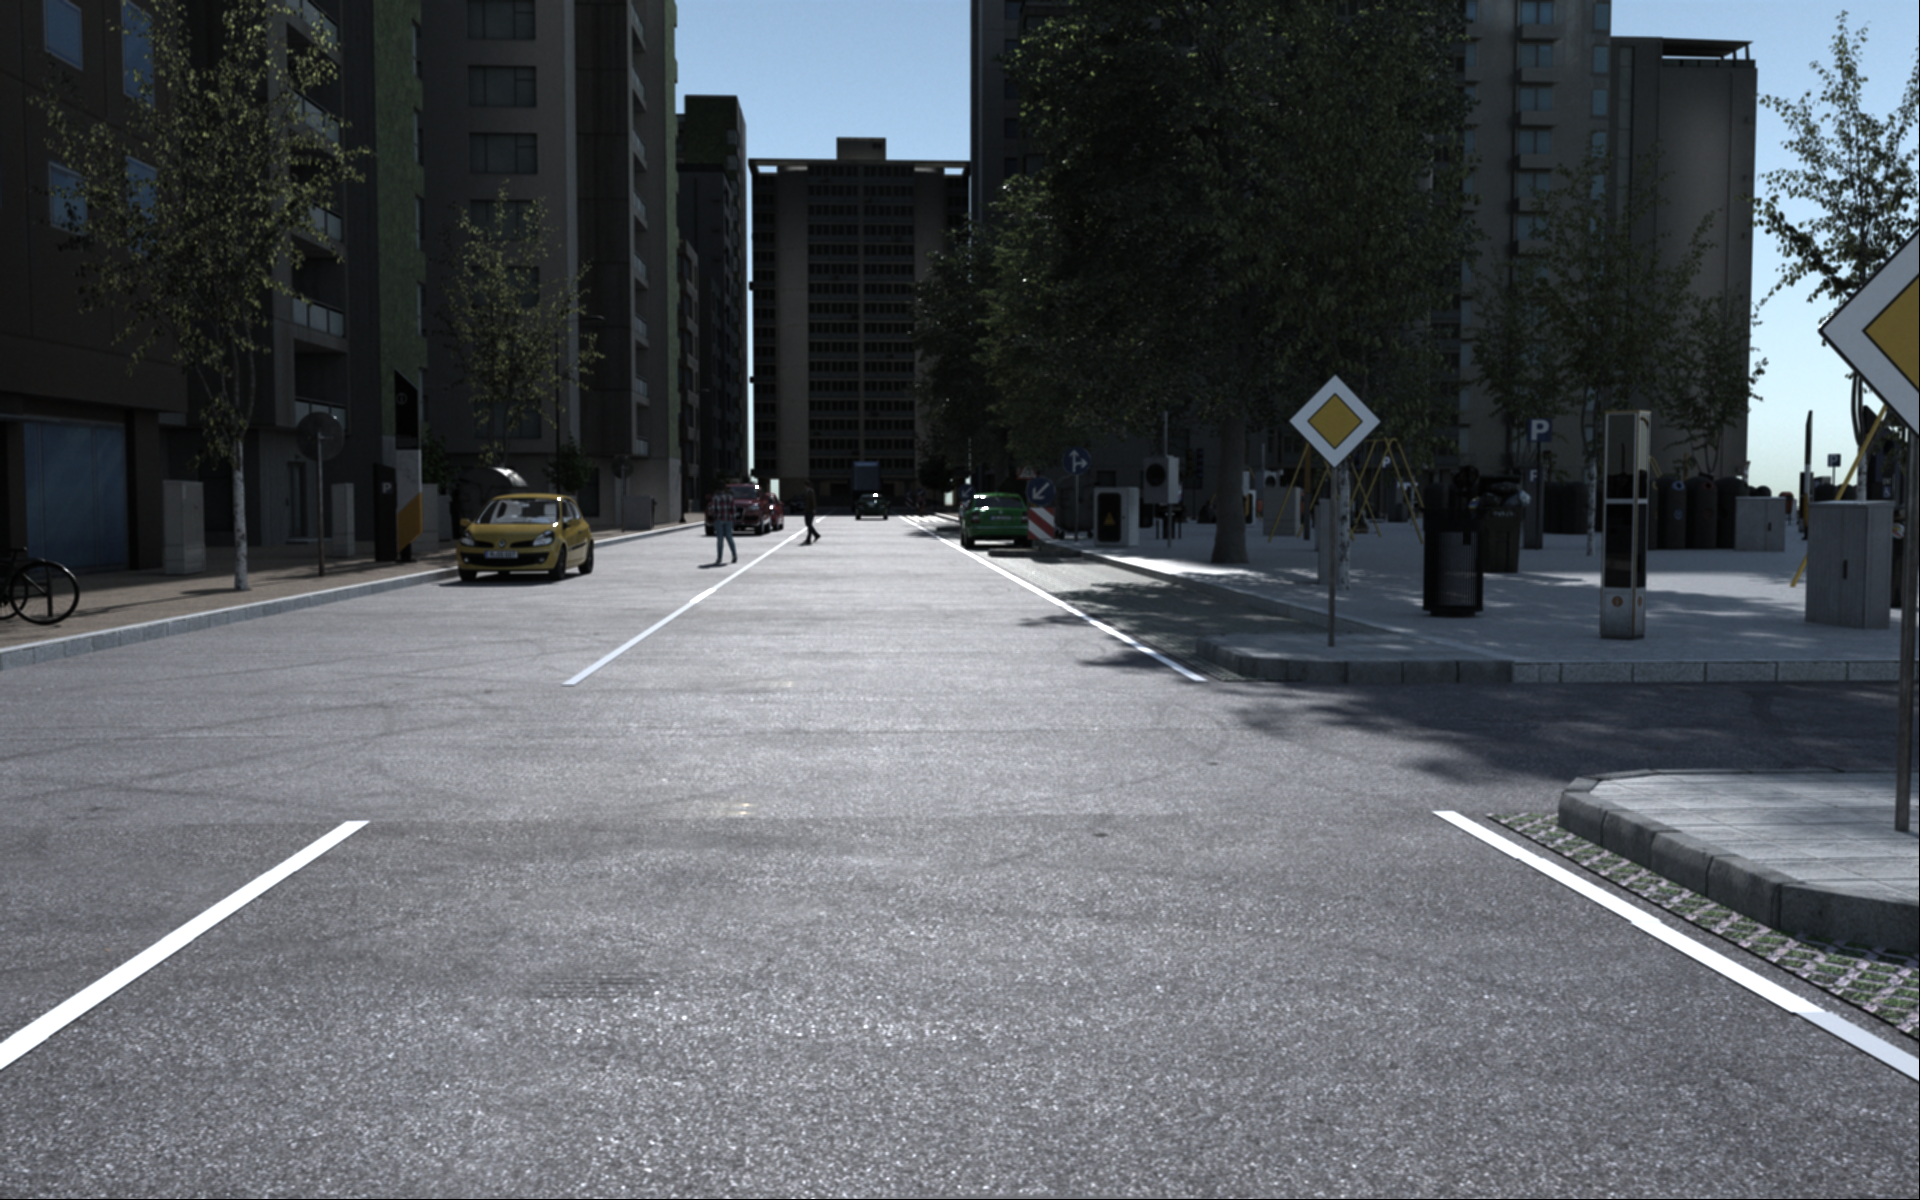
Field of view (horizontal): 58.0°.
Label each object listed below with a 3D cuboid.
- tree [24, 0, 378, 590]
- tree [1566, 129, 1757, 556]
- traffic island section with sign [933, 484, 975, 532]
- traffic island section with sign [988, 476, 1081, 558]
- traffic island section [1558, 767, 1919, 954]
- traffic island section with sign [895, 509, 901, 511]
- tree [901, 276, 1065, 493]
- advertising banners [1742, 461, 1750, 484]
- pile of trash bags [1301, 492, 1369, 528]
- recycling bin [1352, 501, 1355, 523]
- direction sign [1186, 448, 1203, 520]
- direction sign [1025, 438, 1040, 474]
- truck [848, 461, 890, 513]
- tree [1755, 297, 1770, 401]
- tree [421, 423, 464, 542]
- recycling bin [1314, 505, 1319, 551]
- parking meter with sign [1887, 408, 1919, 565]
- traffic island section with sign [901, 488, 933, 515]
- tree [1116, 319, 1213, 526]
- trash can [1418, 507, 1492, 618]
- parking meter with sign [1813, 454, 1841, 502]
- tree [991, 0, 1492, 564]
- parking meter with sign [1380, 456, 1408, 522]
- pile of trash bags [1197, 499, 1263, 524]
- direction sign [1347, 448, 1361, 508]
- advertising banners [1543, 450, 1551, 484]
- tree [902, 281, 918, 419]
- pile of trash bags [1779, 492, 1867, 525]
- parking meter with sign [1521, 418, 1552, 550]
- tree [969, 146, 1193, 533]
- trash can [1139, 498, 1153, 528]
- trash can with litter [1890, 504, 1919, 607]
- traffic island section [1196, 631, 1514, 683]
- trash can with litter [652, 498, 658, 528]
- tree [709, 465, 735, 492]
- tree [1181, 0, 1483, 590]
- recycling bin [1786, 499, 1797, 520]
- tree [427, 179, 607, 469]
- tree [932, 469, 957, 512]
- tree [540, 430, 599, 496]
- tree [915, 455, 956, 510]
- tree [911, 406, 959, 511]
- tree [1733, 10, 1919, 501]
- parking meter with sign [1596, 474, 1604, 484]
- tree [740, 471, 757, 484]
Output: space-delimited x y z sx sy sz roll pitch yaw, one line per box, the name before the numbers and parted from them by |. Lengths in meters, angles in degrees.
tree | -9.862 -4.436 22.885 4.360 8.622 3.978 0 3 0
tree | 13.423 -5.233 35.924 4.737 8.622 4.395 0 3 0
traffic island section with sign | 0.106 -3.550 66.675 1.989 1.847 2.006 0 4 -3
traffic island section with sign | 1.668 -1.904 39.765 1.989 1.847 2.006 0 4 -3
traffic island section | 3.610 0.958 6.617 2.009 0.180 2.903 0 4 -3
traffic island section with sign | -4.361 -8.233 143.236 1.989 1.847 2.006 0 4 -3
tree | 2.015 -11.036 90.815 12.009 13.543 11.850 0 3 0
advertising banners | 40.776 -5.810 91.189 2.074 3.025 0.090 -1 4 -20
pile of trash bags | 14.011 -3.463 66.364 1.912 1.369 3.447 -3 4 -38
recycling bin | 13.798 -3.057 62.530 0.722 1.027 0.722 0 4 -7
direction sign | 11.639 -5.751 86.027 0.876 3.537 0.379 1 4 19
direction sign | 2.885 -4.707 68.953 0.379 3.537 0.876 -3 5 -40
truck | -7.212 -9.004 136.967 2.967 4.110 18.799 0 4 -5
tree | 26.290 -6.751 60.742 4.737 8.622 4.395 0 3 0
tree | -14.258 -3.203 46.974 1.663 3.219 1.824 0 3 0
recycling bin | 8.377 -1.623 39.088 0.722 1.027 0.722 1 4 8
parking meter with sign | 17.176 -2.139 31.241 0.543 3.016 1.738 3 5 40
traffic island section with sign | -2.777 -6.578 116.171 1.989 1.847 2.006 0 4 -3
tree | 7.927 -7.253 68.947 4.360 8.622 3.978 0 3 0
trash can | 5.181 -0.399 18.180 0.748 1.137 0.748 0 3 0
parking meter with sign | 37.433 -4.833 75.274 1.738 3.016 0.543 -2 4 -28
tree | 5.118 -7.660 31.890 9.857 13.997 8.962 0 3 0
parking meter with sign | 19.858 -5.061 79.000 0.543 3.016 1.738 -1 4 -19
pile of trash bags | 12.084 -4.045 75.881 3.447 1.369 1.912 -3 5 -40
direction sign | 13.775 -4.221 61.016 0.379 3.537 0.876 -2 4 -32
advertising banners | 23.811 -4.447 68.904 0.090 3.025 2.074 -1 4 -18
tree | 2.117 -10.540 78.992 9.857 13.997 8.962 0 3 0
pile of trash bags | 36.017 -3.861 72.887 3.447 1.369 1.912 -1 4 -11
parking meter with sign | 13.467 -2.713 40.625 0.543 3.016 1.738 1 4 12
tree | 3.970 -8.455 56.371 7.486 12.596 7.792 0 3 0
trash can | 7.049 -3.320 65.930 0.748 1.137 0.748 0 3 0
trash can with litter | 10.455 -0.520 19.897 0.624 1.170 1.055 -2 4 -29
traffic island section | 3.145 0.470 14.589 2.009 0.180 2.903 0 4 -3
trash can with litter | -11.634 -3.244 64.432 0.624 1.170 1.055 0 4 3
tree | -15.709 -7.277 113.583 1.663 3.219 1.824 0 3 0
tree | 5.040 -4.426 22.735 4.737 8.622 4.395 0 3 0
recycling bin | 40.545 -4.426 84.917 0.722 1.027 0.722 3 5 42
tree | -10.893 -5.582 41.636 4.360 8.622 3.978 0 3 0
tree | -0.972 -7.989 125.218 1.663 3.219 1.824 0 3 0
tree | -11.814 -3.520 52.145 1.663 3.219 1.824 0 3 0
tree | -1.936 -9.431 137.906 4.285 4.588 4.351 0 3 0
tree | -1.539 -11.047 130.984 4.737 8.622 4.395 0 3 0
tree | 14.366 -4.682 26.908 4.360 8.622 3.978 0 3 0
parking meter with sign | 24.251 -4.206 65.031 0.543 3.016 1.738 -2 4 -35
tree | -17.542 -9.008 141.875 1.663 3.219 1.824 0 3 0
